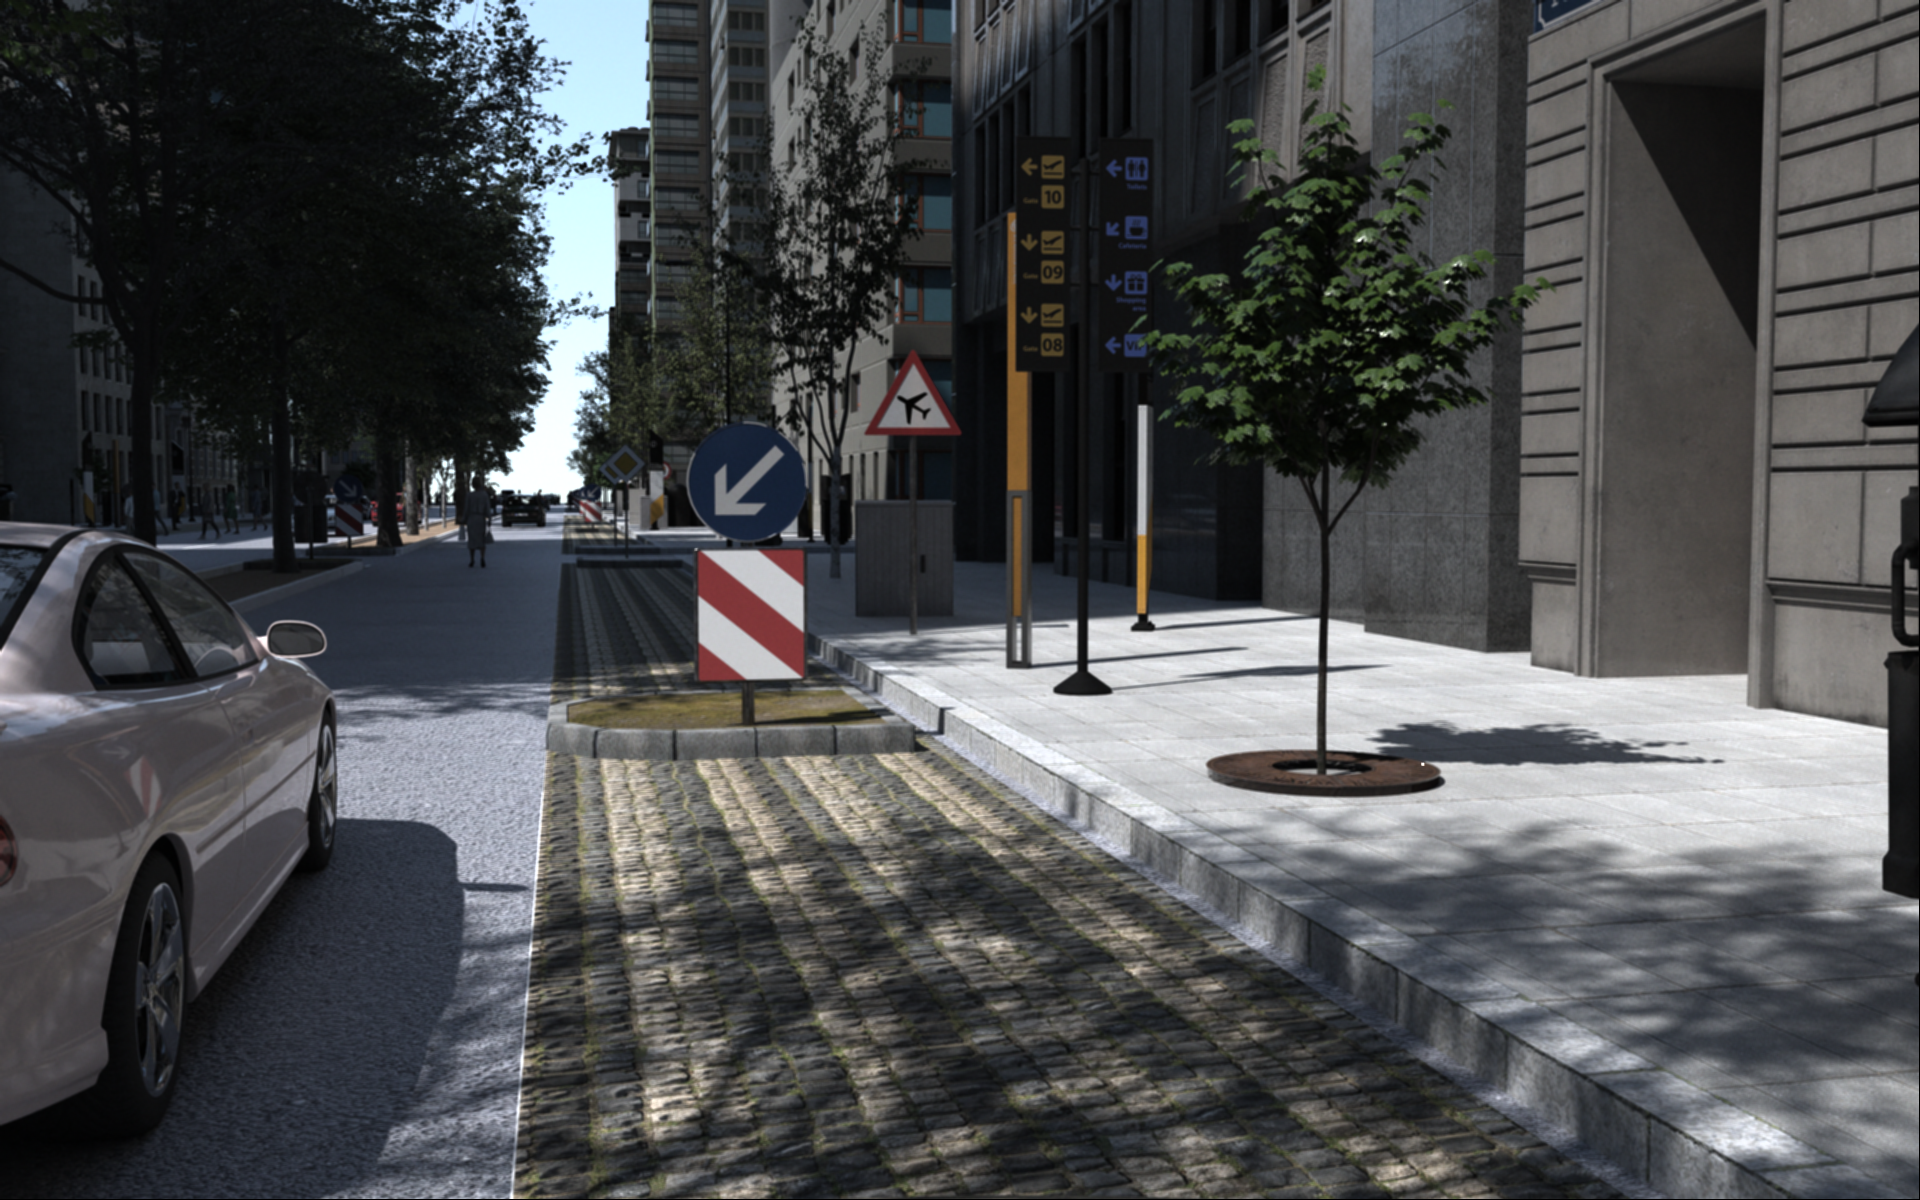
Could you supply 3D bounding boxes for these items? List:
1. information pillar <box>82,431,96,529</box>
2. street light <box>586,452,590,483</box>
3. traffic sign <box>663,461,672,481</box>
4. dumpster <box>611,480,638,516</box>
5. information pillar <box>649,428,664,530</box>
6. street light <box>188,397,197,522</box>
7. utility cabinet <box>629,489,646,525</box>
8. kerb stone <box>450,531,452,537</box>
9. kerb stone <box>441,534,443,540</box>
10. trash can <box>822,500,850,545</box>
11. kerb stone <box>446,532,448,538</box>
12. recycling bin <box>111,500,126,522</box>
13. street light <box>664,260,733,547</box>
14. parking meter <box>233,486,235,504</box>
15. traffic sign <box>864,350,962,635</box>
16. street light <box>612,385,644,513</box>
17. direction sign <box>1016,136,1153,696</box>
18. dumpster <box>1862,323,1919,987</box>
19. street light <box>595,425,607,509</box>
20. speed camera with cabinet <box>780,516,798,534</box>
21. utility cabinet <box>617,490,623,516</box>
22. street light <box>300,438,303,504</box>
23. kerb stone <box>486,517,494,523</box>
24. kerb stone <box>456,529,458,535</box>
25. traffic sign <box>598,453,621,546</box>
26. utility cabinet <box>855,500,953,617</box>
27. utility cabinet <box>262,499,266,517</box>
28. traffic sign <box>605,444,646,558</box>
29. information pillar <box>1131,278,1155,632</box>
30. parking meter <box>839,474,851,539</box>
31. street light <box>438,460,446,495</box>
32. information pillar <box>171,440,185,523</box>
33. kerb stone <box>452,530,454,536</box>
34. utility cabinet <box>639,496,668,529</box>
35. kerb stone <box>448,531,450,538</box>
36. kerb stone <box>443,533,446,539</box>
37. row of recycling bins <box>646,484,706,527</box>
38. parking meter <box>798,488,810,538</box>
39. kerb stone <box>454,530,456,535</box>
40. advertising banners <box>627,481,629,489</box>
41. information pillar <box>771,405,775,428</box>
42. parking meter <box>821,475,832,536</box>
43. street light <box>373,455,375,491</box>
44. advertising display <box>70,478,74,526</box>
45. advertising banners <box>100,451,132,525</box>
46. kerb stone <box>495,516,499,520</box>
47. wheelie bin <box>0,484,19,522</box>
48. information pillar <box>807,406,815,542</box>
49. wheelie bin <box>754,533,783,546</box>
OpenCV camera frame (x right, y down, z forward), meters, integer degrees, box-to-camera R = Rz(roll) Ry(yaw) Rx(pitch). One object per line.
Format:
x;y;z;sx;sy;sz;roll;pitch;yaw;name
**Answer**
-32.204;-4.442;63.989;0.183;3.616;0.504;0;4;7;information pillar
-30.877;-10.718;147.783;1.470;5.913;1.316;-1;4;-13;street light
-11.374;-4.036;66.093;0.768;2.556;0.104;0;4;-7;traffic sign
-19.415;-5.978;100.230;1.502;2.255;1.985;-1;4;-13;dumpster
-10.811;-4.300;61.657;0.504;3.616;0.183;-1;4;-10;information pillar
-35.014;-6.579;80.100;1.470;5.913;1.316;-1;4;-13;street light
-13.139;-3.869;71.931;1.173;1.500;0.318;0;4;0;utility cabinet
-16.915;-2.133;57.072;0.120;0.150;1.000;-1;4;-13;kerb stone
-16.012;-1.882;53.081;0.120;0.150;1.000;-1;4;-13;kerb stone
-3.135;-1.972;43.900;0.748;1.137;0.748;0;3;0;trash can
-16.462;-2.003;55.075;0.120;0.150;1.000;-1;4;-13;kerb stone
-38.169;-4.055;78.848;0.722;1.027;0.722;3;5;39;recycling bin
-5.173;-3.797;34.629;1.470;5.913;1.316;-1;4;-13;street light
-43.280;-5.944;102.889;0.255;1.863;0.399;3;5;43;parking meter
-0.427;-0.962;15.727;0.884;2.594;0.081;0;4;-8;traffic sign
-14.053;-6.189;73.725;1.470;5.913;1.316;-1;4;-13;street light
0.792;-1.168;11.094;0.876;3.537;0.379;0;4;-6;direction sign
2.695;0.172;2.939;1.264;1.857;1.865;-1;4;-13;dumpster
-23.591;-8.743;115.492;1.470;5.913;1.316;-1;4;-13;street light
-5.721;-3.815;56.707;0.660;3.252;2.038;-1;4;-14;speed camera with cabinet
-19.314;-5.488;98.403;0.318;1.500;1.173;-1;4;-13;utility cabinet
-42.594;-8.620;113.477;1.470;5.913;1.316;-1;4;-13;street light
-24.423;-4.150;90.041;0.120;0.150;1.000;-1;4;-13;kerb stone
-17.598;-2.316;60.061;0.120;0.150;1.000;-1;4;-13;kerb stone
-8.435;-2.367;42.349;0.795;2.450;0.064;-1;4;-13;traffic sign
-0.590;-0.433;18.235;1.020;1.237;0.306;0;4;-5;utility cabinet
-39.297;-5.421;97.314;0.318;1.500;1.173;-2;4;-35;utility cabinet
-6.663;-1.891;34.563;0.795;2.450;0.064;-1;4;-13;traffic sign
1.747;-1.527;16.314;0.183;3.616;0.504;1;4;13;information pillar
-3.320;-2.671;49.388;0.399;1.863;0.255;2;4;24;parking meter
-70.444;-16.104;235.842;1.470;5.913;1.316;-1;4;-13;street light
-34.186;-5.160;75.724;0.504;3.616;0.183;0;4;-5;information pillar
-17.145;-2.192;58.068;0.120;0.150;1.000;-1;4;-13;kerb stone
-11.352;-3.242;64.169;1.020;1.237;0.306;-1;4;-22;utility cabinet
-16.689;-2.068;56.075;0.120;0.150;1.000;-1;4;-13;kerb stone
-16.238;-1.947;54.077;0.120;0.150;1.000;-1;4;-13;kerb stone
-10.691;-3.740;68.268;3.534;1.692;1.069;-3;4;-38;row of recycling bins
-4.597;-2.606;51.024;0.372;1.533;0.369;0;3;0;parking meter
-17.367;-2.255;59.066;0.120;0.150;1.000;-1;4;-13;kerb stone
-17.460;-5.862;92.027;0.090;3.025;2.074;-2;4;-24;advertising banners
-4.923;-3.325;45.724;0.183;3.616;0.504;-1;4;-11;information pillar
-4.112;-2.928;53.578;0.255;1.863;0.399;2;4;29;parking meter
-52.109;-11.195;155.585;1.470;5.913;1.316;-1;4;-13;street light
-35.459;-3.912;69.172;0.123;1.923;0.974;-2;4;-27;advertising display
-34.334;-4.561;70.763;2.074;3.025;0.090;1;4;21;advertising banners
-25.790;-4.516;96.036;0.120;0.150;1.000;-1;4;-13;kerb stone
-29.117;-2.735;52.620;0.980;1.594;0.693;-1;4;-17;wheelie bin
-3.963;-3.338;45.926;0.183;3.616;0.504;0;3;0;information pillar
-4.807;-2.140;42.904;0.693;1.594;0.980;1;4;17;wheelie bin
